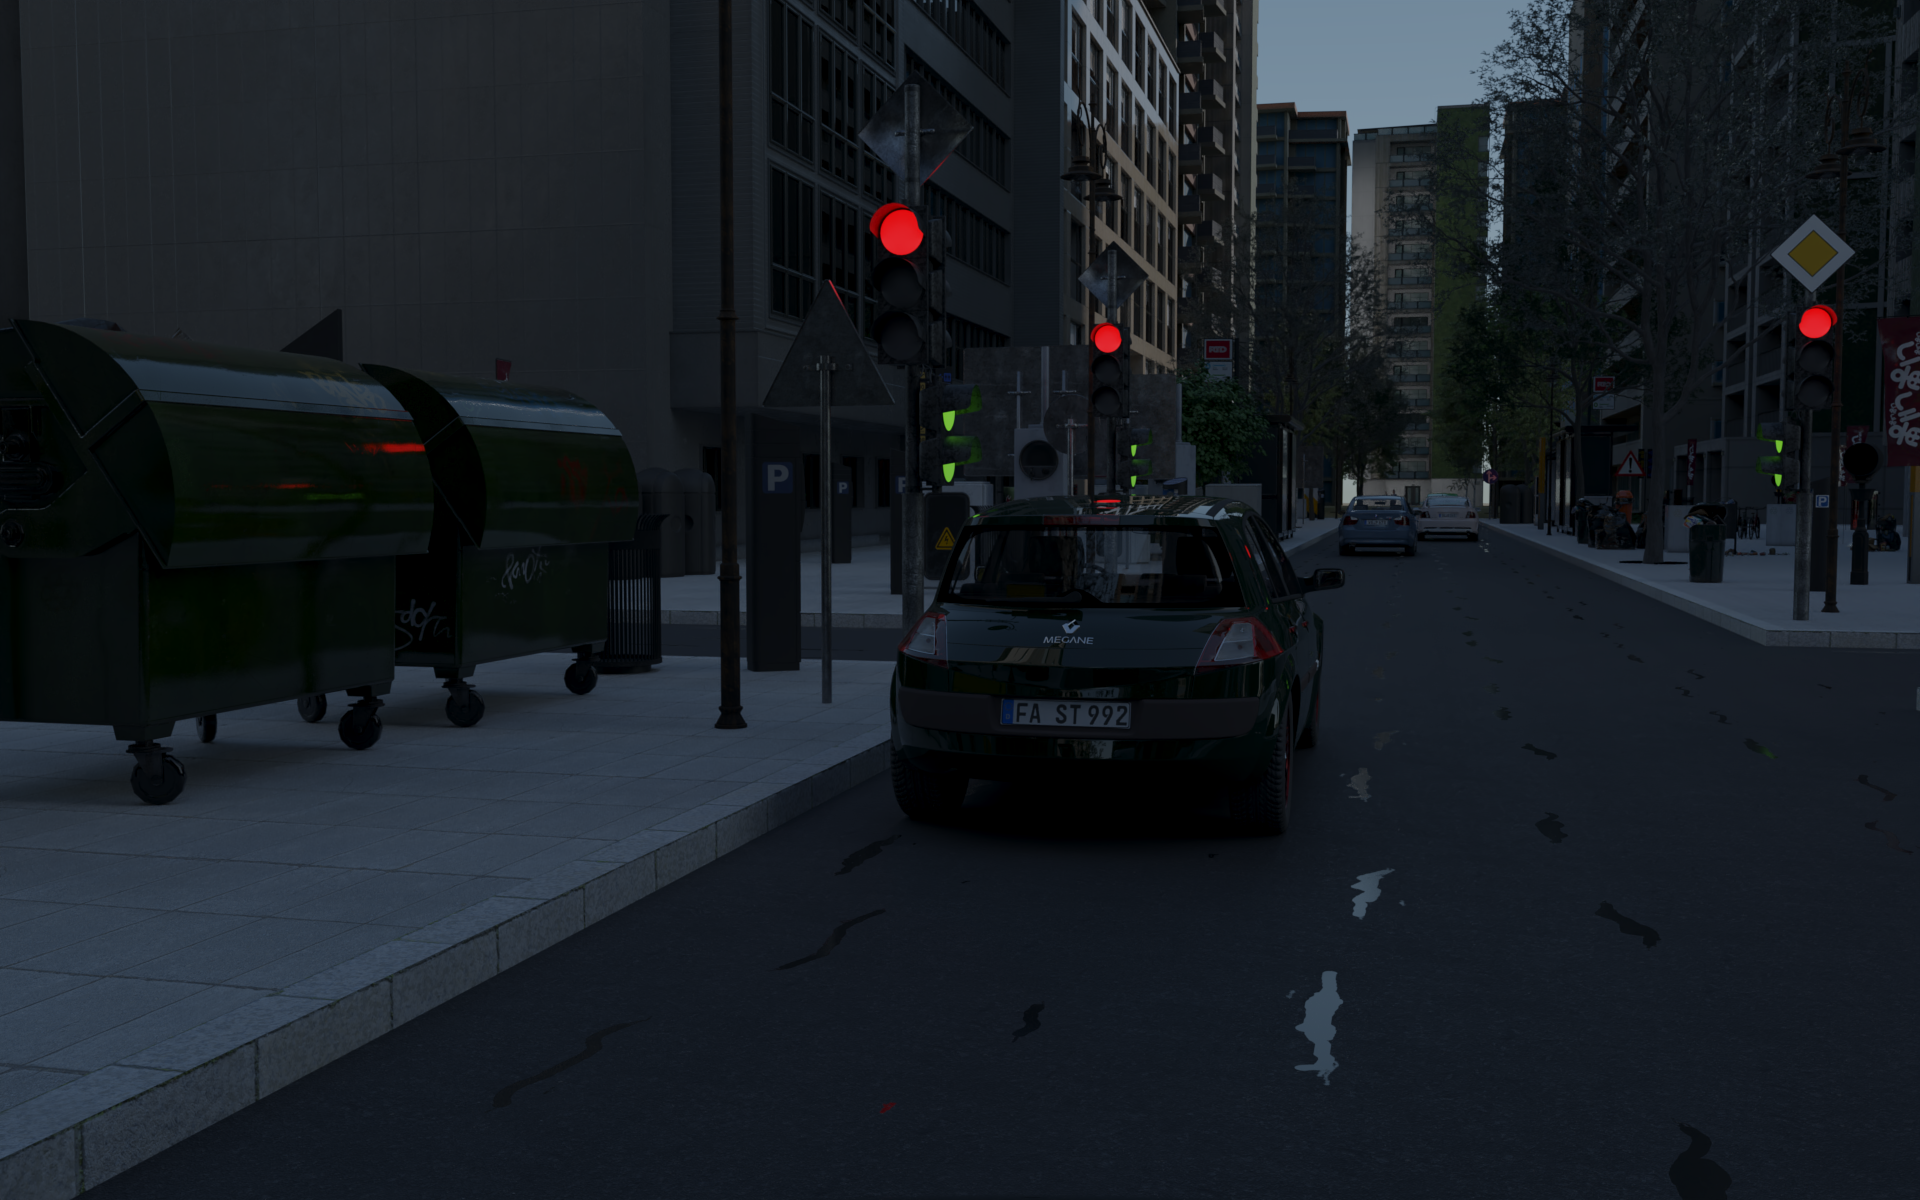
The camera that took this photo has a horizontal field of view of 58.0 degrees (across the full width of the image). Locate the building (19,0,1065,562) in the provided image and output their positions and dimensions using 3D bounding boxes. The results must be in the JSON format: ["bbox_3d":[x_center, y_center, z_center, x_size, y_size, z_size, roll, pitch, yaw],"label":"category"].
[{"bbox_3d":[-6.903,-13.796,44.627,14.314,24.678,30.058,1,4,14],"label":"building"}]

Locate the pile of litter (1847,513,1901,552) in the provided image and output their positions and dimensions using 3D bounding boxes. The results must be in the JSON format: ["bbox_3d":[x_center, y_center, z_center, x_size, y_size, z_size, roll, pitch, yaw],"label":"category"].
[{"bbox_3d":[20.622,-1.538,39.105,1.719,0.858,1.176,-3,4,-37],"label":"pile of litter"}]

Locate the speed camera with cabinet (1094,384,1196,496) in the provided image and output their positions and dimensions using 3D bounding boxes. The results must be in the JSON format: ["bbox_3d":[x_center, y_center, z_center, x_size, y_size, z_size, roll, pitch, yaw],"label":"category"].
[{"bbox_3d":[3.329,-2.276,31.552,0.660,3.252,2.038,-3,5,-42],"label":"speed camera with cabinet"}]

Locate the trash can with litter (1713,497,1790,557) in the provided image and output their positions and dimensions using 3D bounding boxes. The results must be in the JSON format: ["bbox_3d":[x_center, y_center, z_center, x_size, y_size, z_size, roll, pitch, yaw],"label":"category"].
[{"bbox_3d":[16.475,-1.547,36.355,2.233,1.210,1.678,0,4,-4],"label":"trash can with litter"}]

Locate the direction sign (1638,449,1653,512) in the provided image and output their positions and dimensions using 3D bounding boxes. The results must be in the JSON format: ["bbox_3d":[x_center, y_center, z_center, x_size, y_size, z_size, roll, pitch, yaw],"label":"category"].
[{"bbox_3d":[34.304,-5.793,86.705,0.876,3.537,0.379,-1,4,-15],"label":"direction sign"}]

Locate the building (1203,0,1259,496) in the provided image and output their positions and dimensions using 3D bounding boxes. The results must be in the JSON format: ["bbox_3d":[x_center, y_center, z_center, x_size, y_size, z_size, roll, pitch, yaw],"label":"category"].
[{"bbox_3d":[14.708,-27.354,130.827,14.154,41.232,14.086,1,4,14],"label":"building"}]

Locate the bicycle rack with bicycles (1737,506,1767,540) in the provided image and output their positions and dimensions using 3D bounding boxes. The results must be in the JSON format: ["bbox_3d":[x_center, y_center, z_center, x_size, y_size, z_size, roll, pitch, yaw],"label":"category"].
[{"bbox_3d":[22.184,-2.254,50.230,2.852,0.926,2.925,3,5,40],"label":"bicycle rack with bicycles"}]

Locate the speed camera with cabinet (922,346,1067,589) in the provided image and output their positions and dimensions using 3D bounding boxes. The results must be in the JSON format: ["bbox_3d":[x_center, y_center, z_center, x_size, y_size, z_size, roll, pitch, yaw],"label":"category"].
[{"bbox_3d":[0.431,-1.771,23.291,2.038,3.252,0.660,1,4,13],"label":"speed camera with cabinet"}]

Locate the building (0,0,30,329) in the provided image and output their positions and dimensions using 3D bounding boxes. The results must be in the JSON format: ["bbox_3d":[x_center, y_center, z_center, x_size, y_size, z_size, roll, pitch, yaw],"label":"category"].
[{"bbox_3d":[-26.725,-10.672,39.114,19.286,19.102,10.561,1,4,14],"label":"building"}]

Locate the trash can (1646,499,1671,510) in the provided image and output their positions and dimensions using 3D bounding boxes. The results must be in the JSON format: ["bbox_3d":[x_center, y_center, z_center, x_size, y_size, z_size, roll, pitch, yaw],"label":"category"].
[{"bbox_3d":[21.501,-2.549,53.336,0.748,1.137,0.748,0,3,0],"label":"trash can"}]

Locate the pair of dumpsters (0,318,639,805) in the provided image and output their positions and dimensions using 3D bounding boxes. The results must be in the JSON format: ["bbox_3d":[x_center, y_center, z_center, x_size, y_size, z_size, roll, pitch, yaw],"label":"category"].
[{"bbox_3d":[-3.323,-0.407,9.152,1.574,2.255,4.437,1,4,15],"label":"pair of dumpsters"}]

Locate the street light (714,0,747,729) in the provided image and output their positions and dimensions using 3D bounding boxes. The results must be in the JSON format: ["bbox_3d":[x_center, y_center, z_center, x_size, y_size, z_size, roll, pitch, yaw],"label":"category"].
[{"bbox_3d":[-1.260,-2.236,9.347,0.468,5.910,1.993,1,4,14],"label":"street light"}]

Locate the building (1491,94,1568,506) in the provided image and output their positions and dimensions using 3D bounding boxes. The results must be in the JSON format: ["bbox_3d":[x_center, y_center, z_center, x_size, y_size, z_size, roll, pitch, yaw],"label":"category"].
[{"bbox_3d":[70.975,-32.428,184.814,28.867,44.769,22.147,1,4,14],"label":"building"}]

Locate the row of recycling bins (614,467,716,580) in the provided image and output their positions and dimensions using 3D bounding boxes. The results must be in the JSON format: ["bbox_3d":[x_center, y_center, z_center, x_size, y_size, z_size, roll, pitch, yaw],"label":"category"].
[{"bbox_3d":[-4.997,-1.187,26.529,1.069,1.692,3.534,2,4,32],"label":"row of recycling bins"}]

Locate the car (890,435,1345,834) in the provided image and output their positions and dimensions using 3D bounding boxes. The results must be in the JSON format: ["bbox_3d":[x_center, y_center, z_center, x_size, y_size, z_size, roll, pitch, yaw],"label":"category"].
[{"bbox_3d":[0.919,0.058,8.838,2.009,1.686,4.222,1,4,14],"label":"car"}]

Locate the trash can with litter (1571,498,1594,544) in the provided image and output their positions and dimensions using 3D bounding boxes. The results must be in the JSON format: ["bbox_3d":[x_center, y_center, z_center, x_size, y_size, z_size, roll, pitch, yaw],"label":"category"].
[{"bbox_3d":[16.352,-2.032,44.610,1.055,1.170,0.624,-1,4,-10],"label":"trash can with litter"}]

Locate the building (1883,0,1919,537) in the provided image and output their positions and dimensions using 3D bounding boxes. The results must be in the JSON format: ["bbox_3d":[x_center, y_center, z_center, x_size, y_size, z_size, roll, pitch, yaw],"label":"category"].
[{"bbox_3d":[35.601,-17.101,51.310,14.160,30.474,14.107,1,4,14],"label":"building"}]

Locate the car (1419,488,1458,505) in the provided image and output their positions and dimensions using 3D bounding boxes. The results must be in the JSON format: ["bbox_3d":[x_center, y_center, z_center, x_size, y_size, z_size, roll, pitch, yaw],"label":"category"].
[{"bbox_3d":[20.922,-4.056,75.104,1.959,1.807,4.718,1,4,16],"label":"car"}]

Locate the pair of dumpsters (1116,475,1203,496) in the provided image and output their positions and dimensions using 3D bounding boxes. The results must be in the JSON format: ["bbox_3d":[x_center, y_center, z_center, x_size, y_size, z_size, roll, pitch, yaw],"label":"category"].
[{"bbox_3d":[3.931,-1.998,35.154,1.574,2.255,4.437,1,4,14],"label":"pair of dumpsters"}]

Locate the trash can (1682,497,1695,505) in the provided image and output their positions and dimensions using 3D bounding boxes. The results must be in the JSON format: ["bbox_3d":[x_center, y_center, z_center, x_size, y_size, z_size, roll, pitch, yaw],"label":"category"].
[{"bbox_3d":[33.687,-4.199,80.312,0.748,1.137,0.748,0,3,0],"label":"trash can"}]

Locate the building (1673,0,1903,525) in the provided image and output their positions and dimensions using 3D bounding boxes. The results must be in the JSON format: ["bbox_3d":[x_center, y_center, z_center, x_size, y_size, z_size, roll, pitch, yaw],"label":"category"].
[{"bbox_3d":[43.819,-38.889,74.092,20.563,71.187,20.611,1,4,14],"label":"building"}]

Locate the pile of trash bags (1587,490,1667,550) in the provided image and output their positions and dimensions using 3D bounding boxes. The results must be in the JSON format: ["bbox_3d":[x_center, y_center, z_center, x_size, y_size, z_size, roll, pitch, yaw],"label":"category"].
[{"bbox_3d":[15.970,-1.933,41.359,1.912,1.369,3.447,1,4,15],"label":"pile of trash bags"}]

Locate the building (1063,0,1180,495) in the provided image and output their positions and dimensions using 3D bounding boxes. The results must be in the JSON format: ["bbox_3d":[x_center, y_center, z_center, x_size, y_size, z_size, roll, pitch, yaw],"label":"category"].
[{"bbox_3d":[-2.158,-16.652,76.773,19.350,26.468,34.151,1,4,14],"label":"building"}]

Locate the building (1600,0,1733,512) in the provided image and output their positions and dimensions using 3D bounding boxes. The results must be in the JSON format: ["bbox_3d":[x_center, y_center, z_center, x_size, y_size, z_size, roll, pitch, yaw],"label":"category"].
[{"bbox_3d":[48.183,-28.868,95.688,21.300,48.544,21.600,1,4,14],"label":"building"}]

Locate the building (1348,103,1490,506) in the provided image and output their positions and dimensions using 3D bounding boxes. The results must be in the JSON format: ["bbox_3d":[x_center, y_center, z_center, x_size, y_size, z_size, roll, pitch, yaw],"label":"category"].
[{"bbox_3d":[49.117,-30.739,186.174,14.086,41.232,14.154,1,4,14],"label":"building"}]

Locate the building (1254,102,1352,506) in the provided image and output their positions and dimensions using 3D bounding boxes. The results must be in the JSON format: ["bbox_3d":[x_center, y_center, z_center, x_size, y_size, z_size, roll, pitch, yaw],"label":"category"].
[{"bbox_3d":[28.967,-33.080,195.475,28.867,44.769,22.147,1,4,14],"label":"building"}]

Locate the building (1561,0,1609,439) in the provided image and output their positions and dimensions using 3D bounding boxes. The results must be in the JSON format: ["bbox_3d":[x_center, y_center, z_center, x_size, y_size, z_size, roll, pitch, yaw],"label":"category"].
[{"bbox_3d":[58.295,-30.235,144.450,14.600,45.320,14.200,1,4,14],"label":"building"}]

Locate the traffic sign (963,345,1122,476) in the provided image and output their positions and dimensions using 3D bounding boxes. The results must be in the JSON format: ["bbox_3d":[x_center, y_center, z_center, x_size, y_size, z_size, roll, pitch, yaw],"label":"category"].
[{"bbox_3d":[1.113,-1.832,23.831,2.265,3.308,0.079,1,4,19],"label":"traffic sign"}]

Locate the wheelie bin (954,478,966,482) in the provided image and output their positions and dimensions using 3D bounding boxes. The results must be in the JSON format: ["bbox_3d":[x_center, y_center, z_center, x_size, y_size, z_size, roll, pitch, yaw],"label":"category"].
[{"bbox_3d":[-0.235,-1.630,34.558,0.980,1.594,0.693,0,4,-7],"label":"wheelie bin"}]

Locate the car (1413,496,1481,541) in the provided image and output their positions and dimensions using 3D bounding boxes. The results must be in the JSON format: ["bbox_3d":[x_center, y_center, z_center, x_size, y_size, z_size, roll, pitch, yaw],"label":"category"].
[{"bbox_3d":[15.224,-2.557,54.167,2.083,1.381,4.827,1,4,15],"label":"car"}]

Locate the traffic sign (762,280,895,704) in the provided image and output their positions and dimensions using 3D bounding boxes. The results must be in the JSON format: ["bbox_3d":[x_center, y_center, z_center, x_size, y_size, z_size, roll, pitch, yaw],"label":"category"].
[{"bbox_3d":[-0.816,-0.645,10.550,0.884,2.594,0.081,1,4,21],"label":"traffic sign"}]

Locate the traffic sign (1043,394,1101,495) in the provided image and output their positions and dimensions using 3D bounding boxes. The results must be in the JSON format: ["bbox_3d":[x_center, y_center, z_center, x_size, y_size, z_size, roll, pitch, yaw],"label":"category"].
[{"bbox_3d":[1.411,-1.348,22.143,0.768,2.556,0.104,1,4,22],"label":"traffic sign"}]

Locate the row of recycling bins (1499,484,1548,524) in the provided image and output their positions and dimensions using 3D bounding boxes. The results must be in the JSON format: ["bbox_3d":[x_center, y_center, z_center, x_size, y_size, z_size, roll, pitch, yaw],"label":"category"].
[{"bbox_3d":[24.673,-4.181,75.475,3.534,1.692,1.069,-3,5,-44],"label":"row of recycling bins"}]

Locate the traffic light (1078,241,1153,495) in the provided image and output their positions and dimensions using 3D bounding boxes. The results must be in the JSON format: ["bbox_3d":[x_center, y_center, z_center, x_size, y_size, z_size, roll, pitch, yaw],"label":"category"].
[{"bbox_3d":[1.703,-1.856,19.270,0.839,4.253,0.868,1,4,14],"label":"traffic light"}]

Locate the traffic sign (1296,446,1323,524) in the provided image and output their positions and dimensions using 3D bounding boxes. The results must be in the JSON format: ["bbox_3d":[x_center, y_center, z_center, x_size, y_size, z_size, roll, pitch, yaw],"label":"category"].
[{"bbox_3d":[14.231,-4.860,73.335,2.265,3.308,0.079,2,4,24],"label":"traffic sign"}]

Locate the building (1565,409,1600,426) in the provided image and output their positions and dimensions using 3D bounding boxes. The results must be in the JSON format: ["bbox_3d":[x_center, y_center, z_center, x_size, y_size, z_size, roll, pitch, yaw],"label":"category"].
[{"bbox_3d":[55.909,-49.390,120.201,22.319,86.520,31.000,1,4,14],"label":"building"}]

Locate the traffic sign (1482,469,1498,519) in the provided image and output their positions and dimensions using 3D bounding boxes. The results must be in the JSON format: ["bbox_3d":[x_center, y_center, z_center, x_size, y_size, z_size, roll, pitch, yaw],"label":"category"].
[{"bbox_3d":[26.744,-5.338,87.378,0.768,2.556,0.104,1,4,19],"label":"traffic sign"}]

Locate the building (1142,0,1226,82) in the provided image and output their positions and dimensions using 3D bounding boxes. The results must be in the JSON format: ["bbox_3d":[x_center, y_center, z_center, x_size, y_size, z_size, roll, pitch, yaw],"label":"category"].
[{"bbox_3d":[4.988,-27.877,110.412,22.147,44.769,28.867,1,4,14],"label":"building"}]

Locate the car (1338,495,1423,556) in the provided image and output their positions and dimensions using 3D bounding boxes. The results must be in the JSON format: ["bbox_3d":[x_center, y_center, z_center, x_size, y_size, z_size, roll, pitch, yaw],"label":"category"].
[{"bbox_3d":[10.052,-1.805,41.522,2.014,1.417,4.499,1,4,16],"label":"car"}]

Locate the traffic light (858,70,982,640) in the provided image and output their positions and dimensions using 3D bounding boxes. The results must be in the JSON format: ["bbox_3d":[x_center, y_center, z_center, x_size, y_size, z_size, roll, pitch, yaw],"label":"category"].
[{"bbox_3d":[-0.298,-1.383,11.538,0.839,4.253,0.868,1,4,14],"label":"traffic light"}]

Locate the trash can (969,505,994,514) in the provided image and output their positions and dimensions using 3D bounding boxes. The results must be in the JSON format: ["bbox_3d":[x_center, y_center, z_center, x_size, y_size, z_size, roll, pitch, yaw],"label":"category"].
[{"bbox_3d":[0.486,-0.619,21.776,0.748,1.137,0.748,0,3,0],"label":"trash can"}]

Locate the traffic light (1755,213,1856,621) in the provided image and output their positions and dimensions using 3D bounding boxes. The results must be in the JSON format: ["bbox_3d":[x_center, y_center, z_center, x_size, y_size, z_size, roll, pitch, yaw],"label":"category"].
[{"bbox_3d":[8.543,-1.749,17.522,0.839,4.253,0.868,1,4,14],"label":"traffic light"}]

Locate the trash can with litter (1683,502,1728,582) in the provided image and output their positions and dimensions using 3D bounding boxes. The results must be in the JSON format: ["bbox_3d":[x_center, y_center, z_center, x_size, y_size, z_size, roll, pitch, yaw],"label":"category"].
[{"bbox_3d":[10.853,-0.854,25.356,0.624,1.170,1.055,1,4,16],"label":"trash can with litter"}]

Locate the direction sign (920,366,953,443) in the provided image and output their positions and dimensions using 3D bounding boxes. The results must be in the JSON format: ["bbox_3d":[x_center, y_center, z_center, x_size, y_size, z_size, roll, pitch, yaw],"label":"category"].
[{"bbox_3d":[-0.508,-2.362,30.619,0.876,3.537,0.379,-2,4,-33],"label":"direction sign"}]

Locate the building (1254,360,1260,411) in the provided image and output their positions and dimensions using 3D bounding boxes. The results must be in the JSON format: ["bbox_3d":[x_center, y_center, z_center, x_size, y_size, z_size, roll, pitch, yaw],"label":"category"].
[{"bbox_3d":[11.813,-51.340,152.084,31.000,86.520,22.319,1,4,14],"label":"building"}]

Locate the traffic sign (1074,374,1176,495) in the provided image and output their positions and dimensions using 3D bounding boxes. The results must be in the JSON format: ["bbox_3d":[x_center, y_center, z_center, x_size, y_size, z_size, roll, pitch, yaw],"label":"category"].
[{"bbox_3d":[2.545,-2.185,29.602,2.265,3.308,0.079,1,4,15],"label":"traffic sign"}]

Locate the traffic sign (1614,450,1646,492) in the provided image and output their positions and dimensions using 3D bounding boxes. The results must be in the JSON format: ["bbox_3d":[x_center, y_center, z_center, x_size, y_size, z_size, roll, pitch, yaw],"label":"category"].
[{"bbox_3d":[19.822,-3.135,51.259,0.884,2.594,0.081,1,4,16],"label":"traffic sign"}]

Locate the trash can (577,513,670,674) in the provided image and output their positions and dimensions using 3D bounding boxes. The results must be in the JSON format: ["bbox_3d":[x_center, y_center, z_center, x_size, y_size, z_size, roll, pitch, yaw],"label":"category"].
[{"bbox_3d":[-2.466,-0.053,12.516,0.748,1.137,0.748,0,3,0],"label":"trash can"}]
